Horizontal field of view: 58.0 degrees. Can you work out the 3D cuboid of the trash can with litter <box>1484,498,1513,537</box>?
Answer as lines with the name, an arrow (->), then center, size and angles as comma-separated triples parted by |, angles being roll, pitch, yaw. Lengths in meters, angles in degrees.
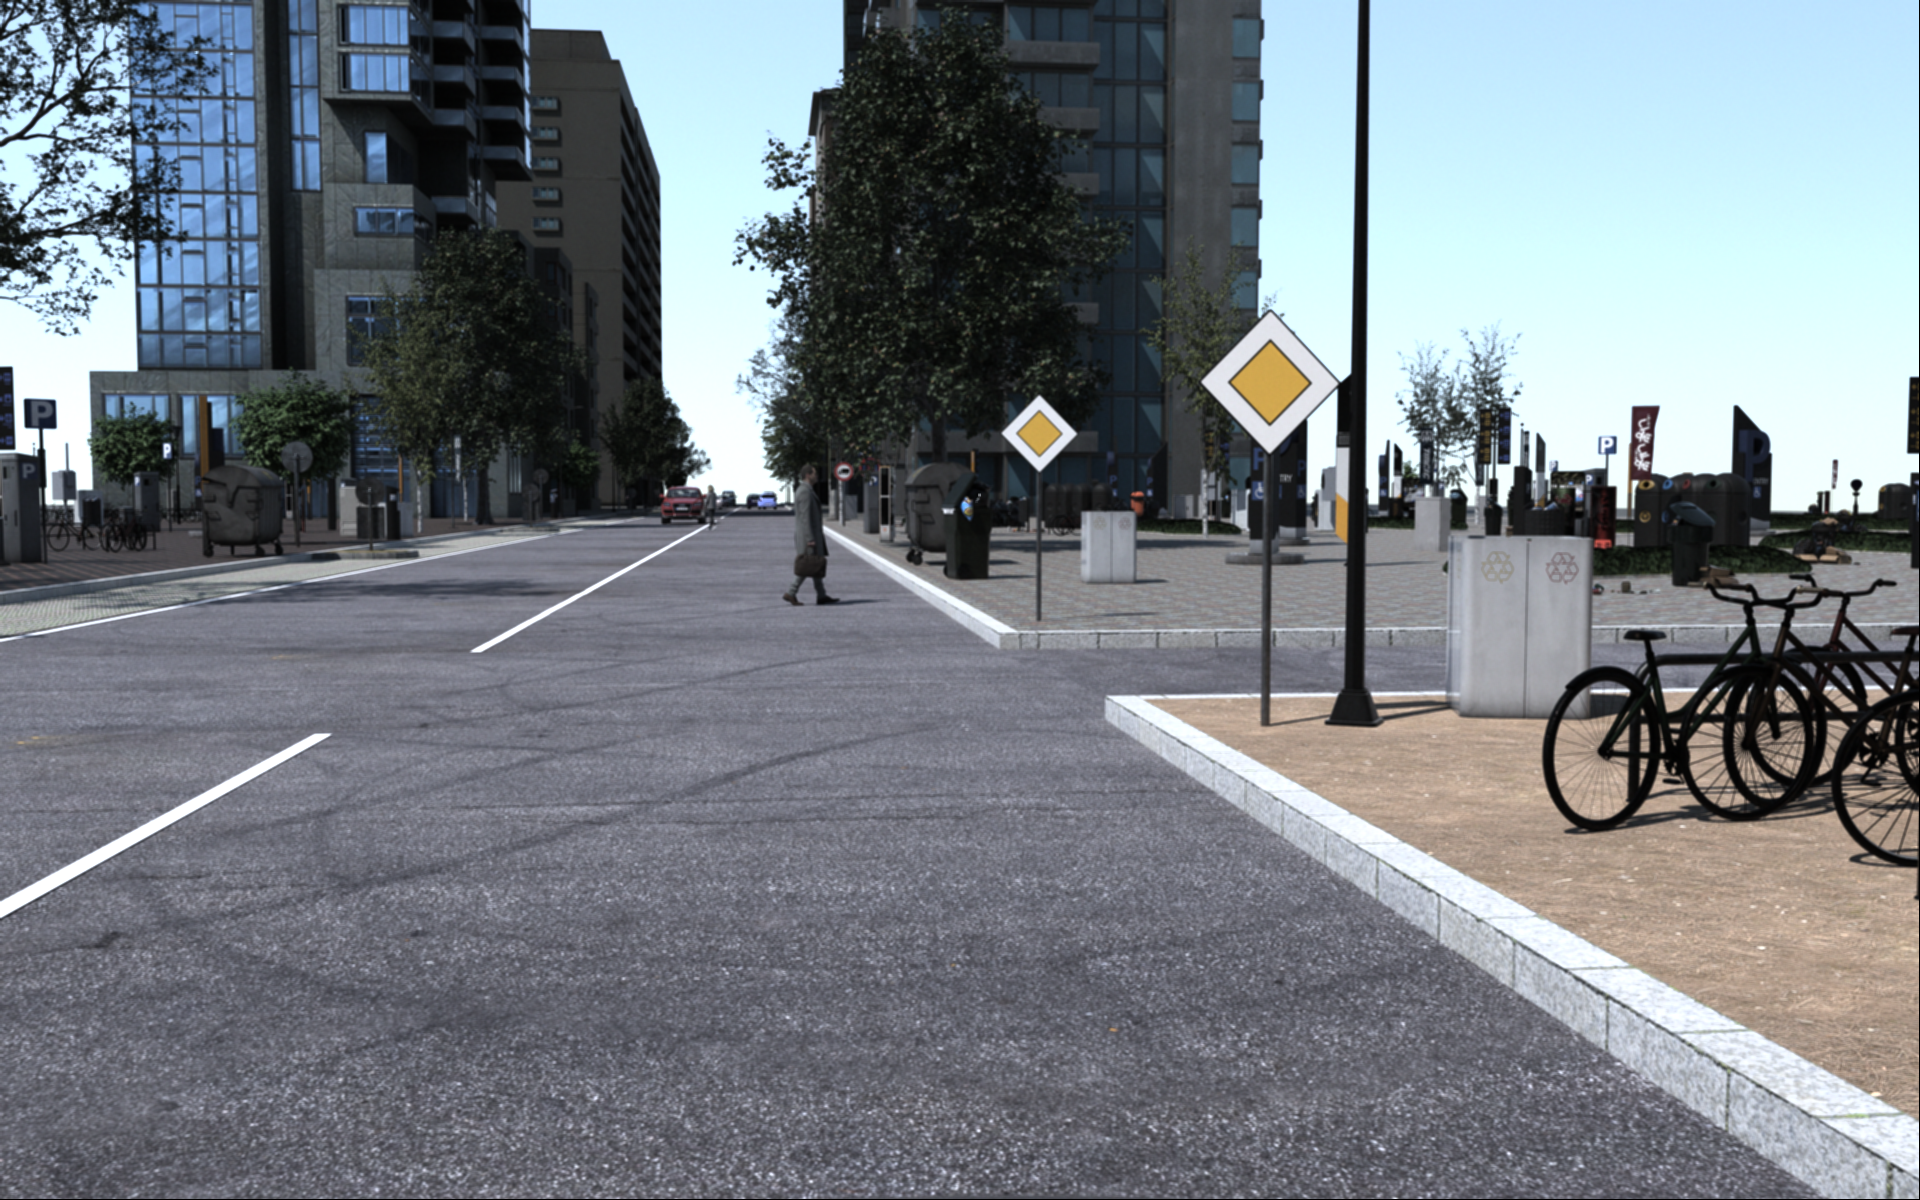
trash can with litter -> 16.417, -2.513, 52.469 | 1.055, 1.170, 0.624 | 2, 4, 24

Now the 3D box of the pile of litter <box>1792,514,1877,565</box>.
pile of litter -> 15.930, -1.105, 32.035 | 1.176, 0.858, 1.719 | -2, 4, -30

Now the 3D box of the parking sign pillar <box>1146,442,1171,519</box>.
parking sign pillar -> 10.075, -6.122, 88.560 | 1.447, 3.967, 1.447 | 3, 5, 41

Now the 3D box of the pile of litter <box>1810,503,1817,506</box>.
pile of litter -> 38.914, -3.952, 78.578 | 1.719, 0.858, 1.176 | 0, 4, 6

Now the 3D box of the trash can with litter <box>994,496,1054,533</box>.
trash can with litter -> 2.283, -2.859, 57.801 | 1.678, 1.210, 2.233 | -2, 4, -35

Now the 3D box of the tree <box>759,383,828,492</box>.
tree -> -16.762, -15.740, 175.477 | 7.486, 12.596, 7.792 | 0, 3, 0

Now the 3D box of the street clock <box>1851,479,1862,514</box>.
street clock -> 43.963, -4.918, 84.980 | 0.471, 2.002, 0.358 | 1, 4, 11

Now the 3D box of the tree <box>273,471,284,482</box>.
tree -> -27.802, -4.578, 69.449 | 1.663, 3.219, 1.824 | 0, 3, 0

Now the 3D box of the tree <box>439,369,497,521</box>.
tree -> -23.455, -8.040, 81.816 | 4.360, 8.622, 3.978 | 0, 3, 0

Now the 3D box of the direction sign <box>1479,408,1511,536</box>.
direction sign -> 14.085, -3.283, 45.671 | 0.876, 3.537, 0.379 | 3, 5, 43

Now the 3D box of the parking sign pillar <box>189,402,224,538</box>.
parking sign pillar -> -22.123, -3.844, 51.325 | 1.447, 3.967, 1.447 | -2, 4, -28

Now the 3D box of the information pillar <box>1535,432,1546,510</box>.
information pillar -> 22.096, -4.565, 65.985 | 0.504, 3.616, 0.183 | -2, 4, -35

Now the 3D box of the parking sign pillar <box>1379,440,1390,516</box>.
parking sign pillar -> 20.865, -5.915, 85.182 | 1.447, 3.967, 1.447 | 1, 4, 18

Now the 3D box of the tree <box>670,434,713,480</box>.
tree -> -39.129, -19.067, 246.160 | 8.767, 10.594, 7.601 | 0, 4, -3

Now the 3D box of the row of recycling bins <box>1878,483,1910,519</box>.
row of recycling bins -> 36.325, -3.677, 67.225 | 1.069, 1.692, 3.534 | 2, 4, 23

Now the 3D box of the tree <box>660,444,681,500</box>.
tree -> -31.603, -14.229, 183.004 | 4.737, 8.622, 4.395 | 0, 3, 0

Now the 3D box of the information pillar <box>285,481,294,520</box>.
information pillar -> -32.909, -4.925, 85.022 | 0.304, 2.012, 0.304 | -1, 4, -8

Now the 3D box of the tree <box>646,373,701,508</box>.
tree -> -29.559, -15.145, 164.627 | 9.611, 12.733, 9.660 | 0, 3, 0

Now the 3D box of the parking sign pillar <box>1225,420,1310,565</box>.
parking sign pillar -> 5.615, -2.652, 31.827 | 1.447, 3.967, 1.447 | 1, 4, 16

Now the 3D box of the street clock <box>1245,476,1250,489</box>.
street clock -> 11.754, -3.998, 69.931 | 0.471, 2.002, 0.358 | 0, 4, 4

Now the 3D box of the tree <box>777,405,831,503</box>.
tree -> -10.670, -10.484, 121.779 | 4.737, 8.622, 4.395 | 0, 3, 0

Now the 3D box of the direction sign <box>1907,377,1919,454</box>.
direction sign -> 18.762, -2.540, 33.519 | 0.876, 3.537, 0.379 | 0, 4, -1

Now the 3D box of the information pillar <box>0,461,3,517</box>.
information pillar -> -21.328, -2.095, 38.747 | 0.304, 2.012, 0.304 | 3, 5, 40

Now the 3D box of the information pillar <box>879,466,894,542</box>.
information pillar -> -1.950, -2.547, 46.129 | 0.304, 2.012, 0.304 | 1, 4, 18

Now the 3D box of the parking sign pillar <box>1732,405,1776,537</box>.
parking sign pillar -> 24.098, -3.929, 52.710 | 1.447, 3.967, 1.447 | -2, 4, -28

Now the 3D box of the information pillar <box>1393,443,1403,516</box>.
information pillar -> 20.025, -5.376, 79.254 | 0.183, 3.616, 0.504 | -2, 4, -30

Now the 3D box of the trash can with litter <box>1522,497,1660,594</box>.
trash can with litter -> 7.995, -0.699, 22.485 | 2.233, 1.210, 1.678 | 0, 4, 7

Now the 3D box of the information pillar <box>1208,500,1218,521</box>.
information pillar -> 9.601, -3.749, 65.793 | 0.304, 2.012, 0.304 | -1, 4, -16

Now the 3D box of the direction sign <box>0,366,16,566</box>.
direction sign -> -17.197, -2.378, 30.882 | 0.876, 3.537, 0.379 | 1, 4, 16

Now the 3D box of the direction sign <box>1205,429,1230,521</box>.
direction sign -> 8.979, -4.199, 60.643 | 0.876, 3.537, 0.379 | 0, 4, 7

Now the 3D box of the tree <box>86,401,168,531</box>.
tree -> -29.225, -4.751, 61.385 | 4.285, 4.588, 4.351 | 0, 3, 0

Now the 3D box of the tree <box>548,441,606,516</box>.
tree -> -22.324, -7.185, 101.183 | 4.285, 4.588, 4.351 | 0, 3, 0

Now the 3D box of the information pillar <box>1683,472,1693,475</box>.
information pillar -> 24.689, -3.321, 58.792 | 0.304, 2.012, 0.304 | 2, 4, 32

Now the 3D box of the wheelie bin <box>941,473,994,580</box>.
wheelie bin -> 0.120, -1.119, 26.204 | 0.693, 1.594, 0.980 | -1, 4, -20

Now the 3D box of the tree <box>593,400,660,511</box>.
tree -> -25.985, -11.172, 133.025 | 4.737, 8.622, 4.395 | 0, 3, 0

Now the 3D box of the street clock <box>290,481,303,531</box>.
street clock -> -22.739, -3.354, 59.403 | 0.471, 2.002, 0.358 | -2, 4, -32

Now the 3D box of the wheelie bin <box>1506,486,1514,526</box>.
wheelie bin -> 22.439, -3.776, 69.653 | 0.693, 1.594, 0.980 | -3, 4, -38

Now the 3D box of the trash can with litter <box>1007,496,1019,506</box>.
trash can with litter -> 2.731, -4.347, 82.465 | 0.624, 1.170, 1.055 | 2, 4, 33

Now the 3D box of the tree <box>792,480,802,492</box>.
tree -> -18.301, -12.356, 196.618 | 1.663, 3.219, 1.824 | 0, 3, 0

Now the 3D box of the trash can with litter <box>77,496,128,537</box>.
trash can with litter -> -26.107, -2.564, 52.987 | 1.678, 1.210, 2.233 | 3, 4, 37

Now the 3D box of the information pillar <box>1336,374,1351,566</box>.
information pillar -> 6.947, -2.411, 30.772 | 0.504, 3.616, 0.183 | 1, 4, 19

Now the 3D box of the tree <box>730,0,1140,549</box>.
tree -> -0.503, -7.550, 40.449 | 9.611, 12.733, 9.660 | 0, 3, 0

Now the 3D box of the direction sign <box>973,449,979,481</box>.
direction sign -> 0.785, -5.782, 86.529 | 0.379, 3.537, 0.876 | 1, 4, 17

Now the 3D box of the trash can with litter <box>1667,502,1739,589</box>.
trash can with litter -> 10.295, -0.765, 23.901 | 0.624, 1.170, 1.055 | -1, 4, -22

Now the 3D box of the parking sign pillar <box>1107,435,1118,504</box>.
parking sign pillar -> 6.968, -5.540, 79.050 | 1.447, 3.967, 1.447 | 0, 4, 3

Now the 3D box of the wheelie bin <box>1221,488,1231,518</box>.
wheelie bin -> 14.282, -5.179, 92.577 | 0.693, 1.594, 0.980 | -1, 4, -12

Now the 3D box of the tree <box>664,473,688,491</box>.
tree -> -35.289, -14.105, 214.329 | 4.285, 4.588, 4.351 | 0, 3, 0

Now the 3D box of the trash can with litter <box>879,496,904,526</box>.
trash can with litter -> -2.743, -3.517, 68.565 | 2.233, 1.210, 1.678 | -3, 5, -42

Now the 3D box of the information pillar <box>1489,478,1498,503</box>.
information pillar -> 25.129, -4.718, 81.625 | 0.304, 2.012, 0.304 | -2, 4, -27

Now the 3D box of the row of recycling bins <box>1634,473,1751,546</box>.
row of recycling bins -> 14.817, -1.711, 35.093 | 1.069, 1.692, 3.534 | 0, 4, -6

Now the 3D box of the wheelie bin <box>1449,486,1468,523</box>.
wheelie bin -> 19.279, -3.612, 66.960 | 0.693, 1.594, 0.980 | 1, 4, 18

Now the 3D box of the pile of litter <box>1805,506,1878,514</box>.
pile of litter -> 25.151, -2.150, 49.116 | 1.176, 0.858, 1.719 | -3, 4, -38

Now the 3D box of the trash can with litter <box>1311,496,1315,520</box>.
trash can with litter -> 17.803, -4.518, 85.258 | 0.624, 1.170, 1.055 | -3, 4, -36

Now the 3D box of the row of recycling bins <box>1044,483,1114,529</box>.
row of recycling bins -> 4.387, -3.501, 64.355 | 1.069, 1.692, 3.534 | -3, 4, -36
